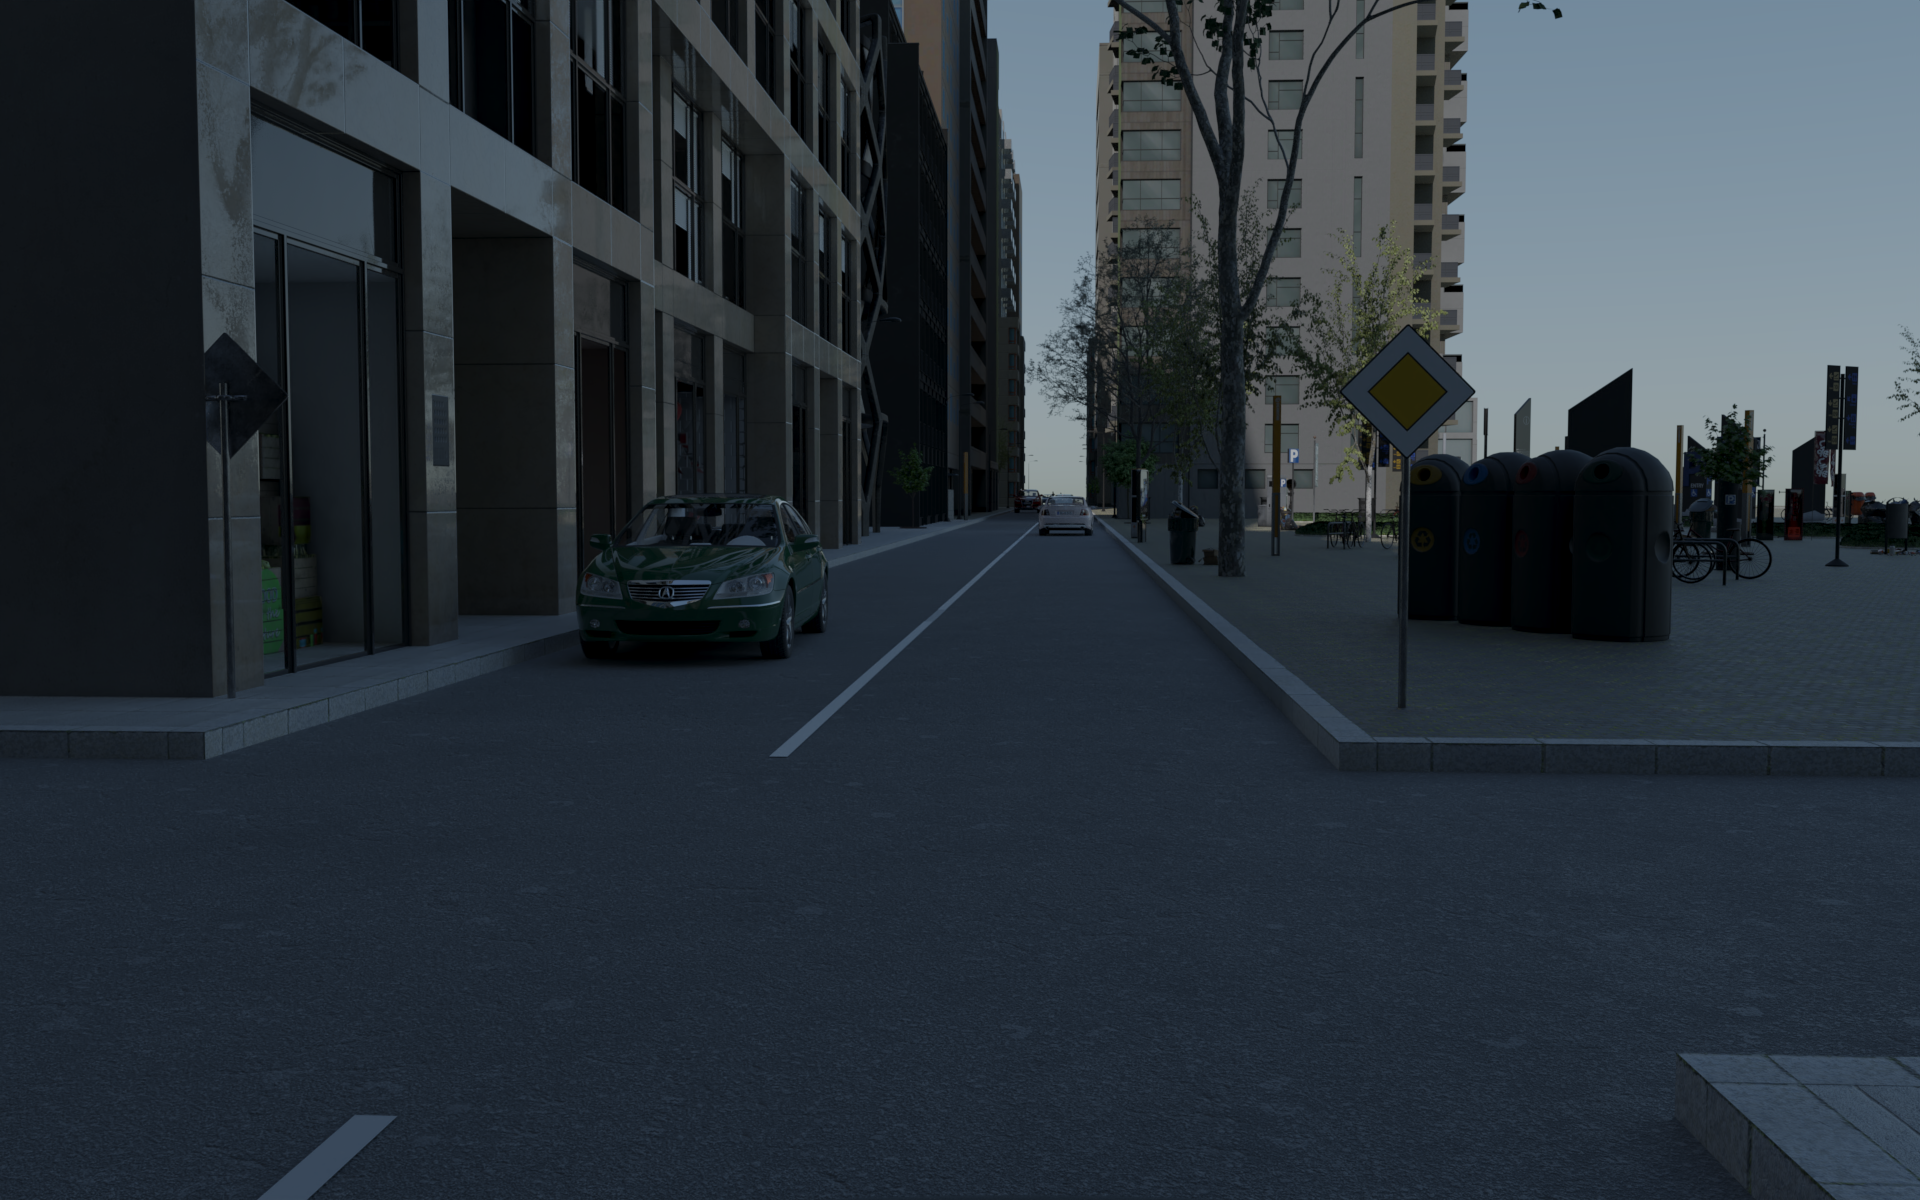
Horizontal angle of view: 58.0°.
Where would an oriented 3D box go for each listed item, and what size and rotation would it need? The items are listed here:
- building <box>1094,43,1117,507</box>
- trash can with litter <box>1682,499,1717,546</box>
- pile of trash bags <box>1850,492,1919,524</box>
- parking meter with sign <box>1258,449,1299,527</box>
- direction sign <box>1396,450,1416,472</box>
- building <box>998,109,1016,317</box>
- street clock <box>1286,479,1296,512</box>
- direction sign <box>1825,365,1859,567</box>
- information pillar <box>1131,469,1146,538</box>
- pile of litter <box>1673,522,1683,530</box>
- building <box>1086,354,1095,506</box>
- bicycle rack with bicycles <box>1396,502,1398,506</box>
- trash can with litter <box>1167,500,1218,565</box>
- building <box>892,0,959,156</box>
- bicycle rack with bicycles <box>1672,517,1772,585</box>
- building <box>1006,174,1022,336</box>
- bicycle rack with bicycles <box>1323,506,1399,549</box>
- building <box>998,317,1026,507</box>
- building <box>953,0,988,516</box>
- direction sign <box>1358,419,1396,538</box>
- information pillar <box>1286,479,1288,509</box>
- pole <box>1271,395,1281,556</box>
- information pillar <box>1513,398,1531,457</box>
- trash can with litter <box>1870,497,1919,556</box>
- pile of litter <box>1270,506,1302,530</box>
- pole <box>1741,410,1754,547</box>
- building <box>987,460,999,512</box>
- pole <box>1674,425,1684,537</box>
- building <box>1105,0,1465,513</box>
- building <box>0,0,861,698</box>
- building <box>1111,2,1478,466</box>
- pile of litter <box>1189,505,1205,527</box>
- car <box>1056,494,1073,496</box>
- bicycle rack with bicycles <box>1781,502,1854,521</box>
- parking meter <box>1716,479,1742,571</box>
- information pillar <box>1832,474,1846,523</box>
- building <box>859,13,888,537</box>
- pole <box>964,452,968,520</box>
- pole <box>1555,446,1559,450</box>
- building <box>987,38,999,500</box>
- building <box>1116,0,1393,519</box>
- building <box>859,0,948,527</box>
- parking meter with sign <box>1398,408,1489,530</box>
[{"bbox_3d":[24.820,-33.973,179.154,21.300,48.544,21.600,0,4,4],"label":"building"},{"bbox_3d":[18.299,-1.929,42.926,1.055,1.170,0.624,-3,5,-41],"label":"trash can with litter"},{"bbox_3d":[39.476,-3.949,74.320,1.912,1.369,3.447,1,4,10],"label":"pile of trash bags"},{"bbox_3d":[12.291,-4.337,67.178,0.543,3.016,1.738,-3,4,-36],"label":"parking meter with sign"},{"bbox_3d":[15.450,-4.177,60.283,0.876,3.537,0.379,3,5,41],"label":"direction sign"},{"bbox_3d":[-4.528,-36.307,213.234,23.786,49.044,30.456,0,4,4],"label":"building"},{"bbox_3d":[15.744,-4.762,82.425,0.471,2.002,0.358,2,4,27],"label":"street clock"},{"bbox_3d":[15.562,-2.363,30.628,0.876,3.537,0.379,-2,4,-31],"label":"direction sign"},{"bbox_3d":[5.163,-2.794,50.171,0.304,2.012,0.304,-2,4,-35],"label":"information pillar"},{"bbox_3d":[24.345,-2.822,60.107,1.719,0.858,1.176,0,4,4],"label":"pile of litter"},{"bbox_3d":[28.938,-22.028,205.195,27.650,21.520,28.899,0,4,4],"label":"building"},{"bbox_3d":[19.409,-3.734,74.440,2.925,0.926,2.852,0,4,-2],"label":"bicycle rack with bicycles"},{"bbox_3d":[4.309,-1.234,31.567,1.055,1.170,0.624,1,4,13],"label":"trash can with litter"},{"bbox_3d":[-7.368,-27.109,93.335,14.600,45.320,14.200,0,4,4],"label":"building"},{"bbox_3d":[10.338,-0.754,25.703,2.925,0.926,2.852,2,4,31],"label":"bicycle rack with bicycles"},{"bbox_3d":[1.368,-35.853,236.308,14.600,45.320,14.200,0,4,4],"label":"building"},{"bbox_3d":[9.678,-1.684,40.923,2.852,0.926,2.925,2,4,34],"label":"bicycle rack with bicycles"},{"bbox_3d":[-7.222,-20.766,184.563,27.650,21.520,28.899,0,4,4],"label":"building"},{"bbox_3d":[-9.372,-29.863,111.962,21.300,48.544,21.600,0,4,4],"label":"building"},{"bbox_3d":[12.080,-3.571,50.383,0.876,3.537,0.379,3,5,39],"label":"direction sign"},{"bbox_3d":[15.526,-4.806,83.066,0.304,2.012,0.304,2,4,29],"label":"information pillar"},{"bbox_3d":[6.557,-2.573,35.906,0.158,3.312,0.155,0,3,0],"label":"pole"},{"bbox_3d":[13.663,-3.105,42.120,0.504,3.616,0.183,-2,4,-26],"label":"information pillar"},{"bbox_3d":[20.309,-1.574,36.785,2.233,1.210,1.678,-1,4,-13],"label":"trash can with litter"},{"bbox_3d":[11.756,-2.917,61.659,1.176,0.858,1.719,-1,4,-12],"label":"pile of litter"},{"bbox_3d":[19.127,-2.949,42.059,0.158,3.312,0.155,0,3,0],"label":"pole"},{"bbox_3d":[-7.408,-42.471,132.656,20.563,71.187,20.611,0,4,4],"label":"building"},{"bbox_3d":[21.258,-3.509,51.207,0.158,3.312,0.155,0,3,0],"label":"pole"},{"bbox_3d":[21.147,-28.297,117.278,22.147,44.769,28.867,0,4,4],"label":"building"},{"bbox_3d":[-13.211,-13.647,27.649,19.350,26.468,34.151,0,4,4],"label":"building"},{"bbox_3d":[26.578,-34.044,145.864,28.713,52.752,27.495,0,4,4],"label":"building"},{"bbox_3d":[8.915,-3.303,67.961,1.719,0.858,1.176,-2,4,-29],"label":"pile of litter"},{"bbox_3d":[7.066,-6.564,117.109,2.009,1.686,4.222,0,4,4],"label":"car"},{"bbox_3d":[40.018,-4.146,81.170,2.925,0.926,2.852,3,5,40],"label":"bicycle rack with bicycles"},{"bbox_3d":[12.923,-1.266,29.111,0.372,1.533,0.369,0,3,0],"label":"parking meter"},{"bbox_3d":[31.445,-3.514,61.951,0.304,2.012,0.304,-2,4,-28],"label":"information pillar"},{"bbox_3d":[-10.802,-11.379,53.499,16.820,18.784,16.811,0,4,4],"label":"building"},{"bbox_3d":[0.285,-5.537,84.365,0.158,3.312,0.155,0,3,0],"label":"pole"},{"bbox_3d":[25.478,-4.902,73.988,0.158,3.312,0.155,0,3,0],"label":"pole"},{"bbox_3d":[-3.905,-28.607,151.320,14.154,41.232,14.086,0,4,4],"label":"building"},{"bbox_3d":[15.796,-19.869,96.563,14.160,30.474,14.107,0,4,4],"label":"building"},{"bbox_3d":[-7.223,-15.008,75.051,12.332,23.373,15.834,0,4,4],"label":"building"},{"bbox_3d":[9.878,-2.396,35.431,1.738,3.016,0.543,1,4,18],"label":"parking meter with sign"}]
